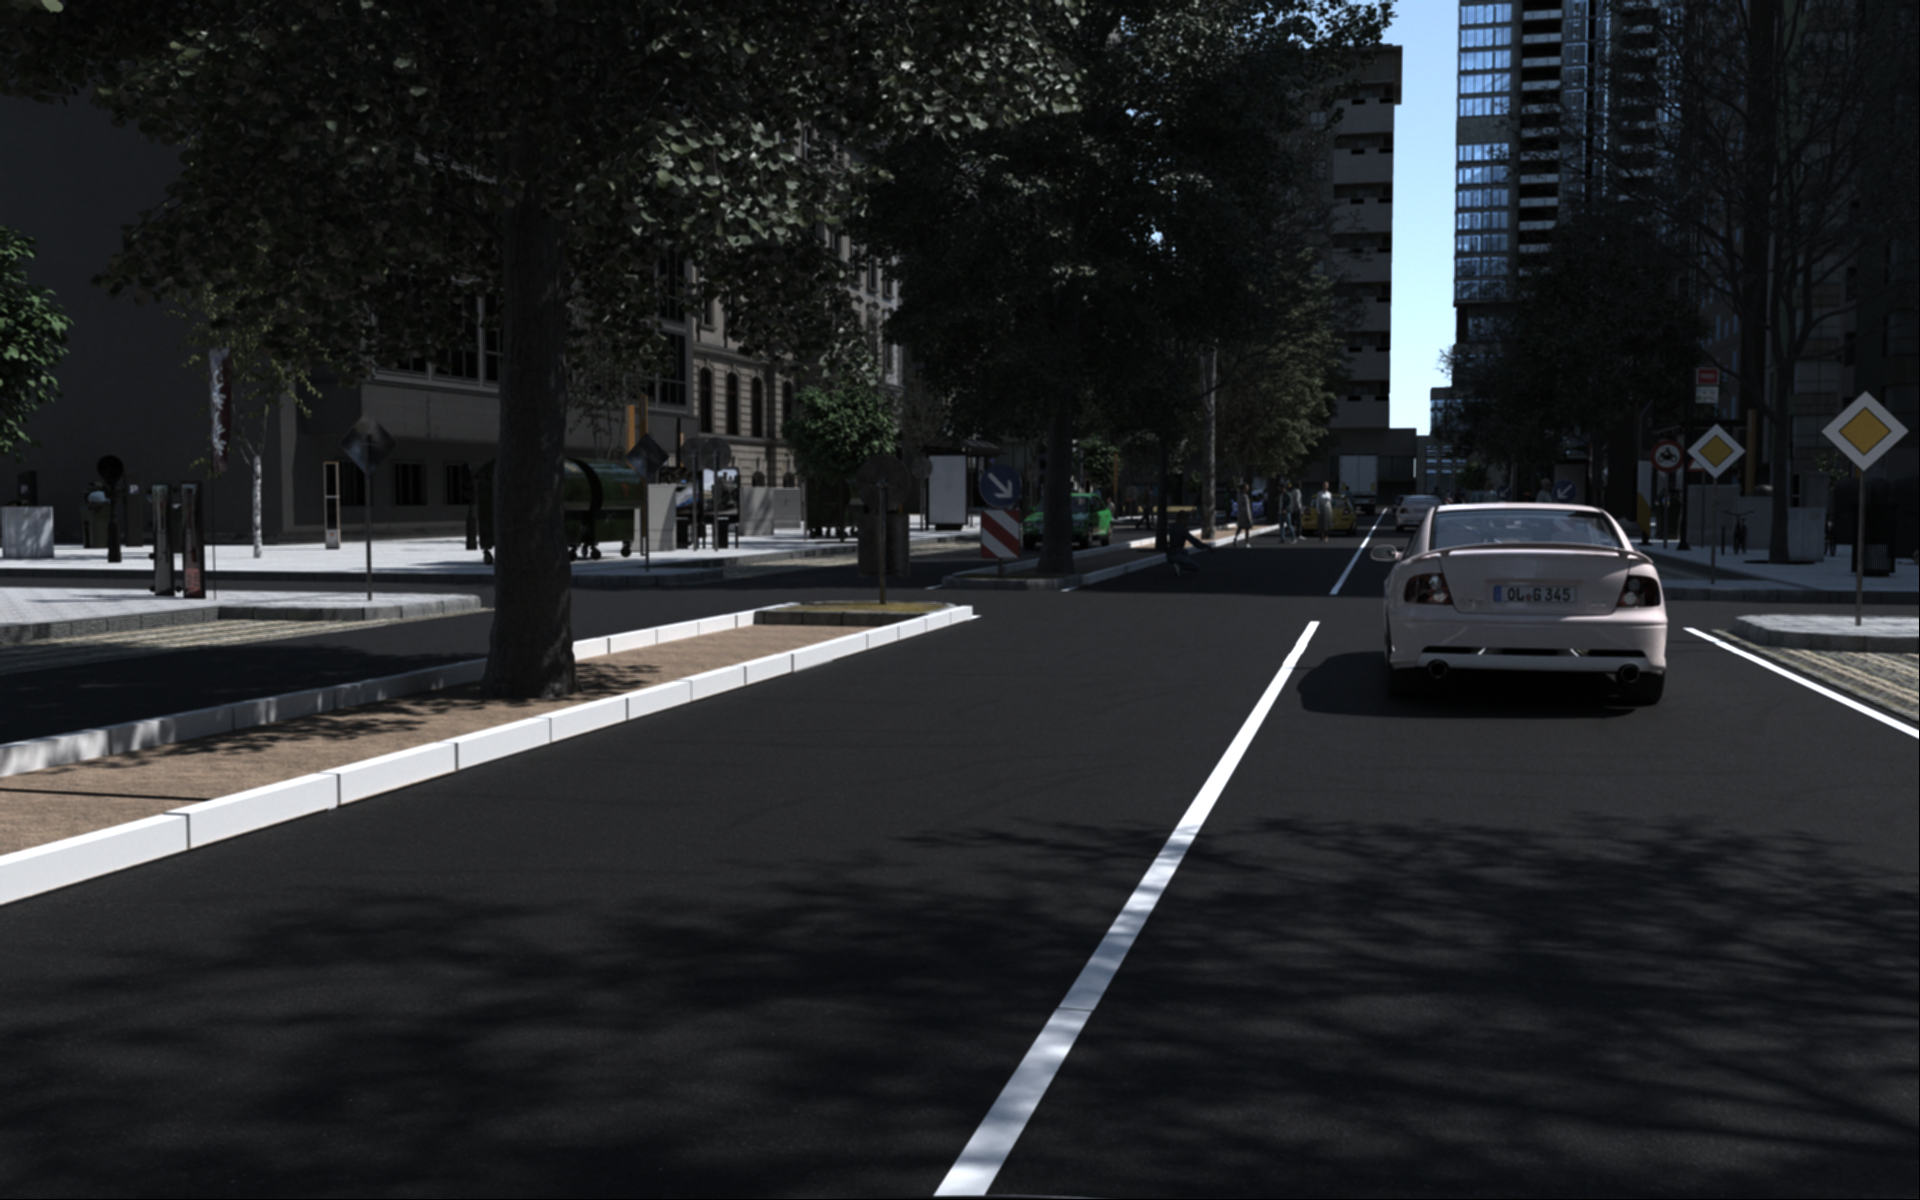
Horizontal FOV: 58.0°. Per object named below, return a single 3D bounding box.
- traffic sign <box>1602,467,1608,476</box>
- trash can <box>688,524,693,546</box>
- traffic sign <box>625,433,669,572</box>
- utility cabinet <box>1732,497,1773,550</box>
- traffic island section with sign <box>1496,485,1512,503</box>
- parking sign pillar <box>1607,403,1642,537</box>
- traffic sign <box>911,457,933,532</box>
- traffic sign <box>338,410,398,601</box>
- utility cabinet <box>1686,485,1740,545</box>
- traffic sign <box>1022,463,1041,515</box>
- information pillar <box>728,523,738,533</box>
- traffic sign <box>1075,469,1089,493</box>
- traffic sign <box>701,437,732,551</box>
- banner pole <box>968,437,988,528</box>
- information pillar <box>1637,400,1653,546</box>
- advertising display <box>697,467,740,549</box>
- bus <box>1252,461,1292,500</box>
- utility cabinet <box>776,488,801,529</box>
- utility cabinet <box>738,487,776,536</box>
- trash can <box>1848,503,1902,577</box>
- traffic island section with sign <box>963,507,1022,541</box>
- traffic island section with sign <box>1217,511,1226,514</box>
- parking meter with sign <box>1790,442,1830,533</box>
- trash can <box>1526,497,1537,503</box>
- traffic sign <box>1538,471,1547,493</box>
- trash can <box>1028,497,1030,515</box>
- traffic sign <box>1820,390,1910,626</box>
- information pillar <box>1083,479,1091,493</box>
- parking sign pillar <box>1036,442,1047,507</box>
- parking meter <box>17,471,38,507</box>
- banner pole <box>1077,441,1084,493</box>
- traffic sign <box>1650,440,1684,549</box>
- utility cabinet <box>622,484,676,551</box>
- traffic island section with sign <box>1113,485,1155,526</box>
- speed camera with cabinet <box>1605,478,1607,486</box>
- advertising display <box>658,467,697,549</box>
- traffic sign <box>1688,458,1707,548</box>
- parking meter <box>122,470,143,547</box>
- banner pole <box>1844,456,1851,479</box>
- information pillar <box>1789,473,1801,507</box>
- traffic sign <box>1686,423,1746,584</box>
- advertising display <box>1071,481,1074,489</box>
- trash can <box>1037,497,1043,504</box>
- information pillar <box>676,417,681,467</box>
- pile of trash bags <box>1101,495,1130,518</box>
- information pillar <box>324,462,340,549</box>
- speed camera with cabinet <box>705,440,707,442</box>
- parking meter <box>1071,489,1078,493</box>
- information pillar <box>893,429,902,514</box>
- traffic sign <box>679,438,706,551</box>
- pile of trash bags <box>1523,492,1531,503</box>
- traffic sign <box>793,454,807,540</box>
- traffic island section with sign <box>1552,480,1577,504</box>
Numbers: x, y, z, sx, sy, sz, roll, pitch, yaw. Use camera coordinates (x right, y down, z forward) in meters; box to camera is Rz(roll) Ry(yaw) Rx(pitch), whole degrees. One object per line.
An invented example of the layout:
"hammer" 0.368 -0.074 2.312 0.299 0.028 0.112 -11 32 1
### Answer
"traffic sign" 21.886 -3.469 57.910 0.795 2.450 0.064 1 4 23
"trash can" -6.909 -1.924 43.105 0.748 1.137 0.748 0 3 0
"traffic sign" -5.159 -1.522 28.535 0.795 2.450 0.064 1 4 14
"utility cabinet" 18.475 -1.771 40.110 1.020 1.237 0.306 1 4 16
"traffic island section with sign" 23.288 -4.036 74.624 1.989 1.847 2.006 1 4 14
"parking sign pillar" 20.025 -3.890 52.076 1.447 3.967 1.447 -1 4 -12
"traffic sign" -1.309 -3.606 59.066 0.768 2.556 0.104 1 4 16
"traffic sign" -7.105 -1.049 20.790 0.795 2.450 0.064 1 4 14
"utility cabinet" 18.601 -2.086 42.782 1.173 1.500 0.318 1 4 22
"traffic sign" 2.894 -4.300 70.417 0.768 2.556 0.104 1 4 19
"information pillar" -7.510 -3.231 57.317 0.304 2.012 0.304 1 4 8
"traffic sign" 6.100 -5.299 86.746 0.768 2.556 0.104 1 4 20
"traffic sign" -5.459 -2.362 38.726 0.768 2.556 0.104 1 4 22
"banner pole" 0.665 -4.678 66.499 0.863 3.779 0.401 0 4 -7
"information pillar" 17.053 -3.166 43.112 0.504 3.616 0.183 -3 4 -36
"advertising display" -5.630 -2.166 40.628 0.974 1.923 0.123 -2 4 -34
"bus" 23.029 -8.350 128.073 2.896 3.916 12.252 1 4 13
"utility cabinet" -6.404 -3.330 63.123 1.173 1.500 0.318 -1 4 -15
"utility cabinet" -6.250 -2.708 52.962 0.318 1.500 1.173 3 5 44
"trash can" 14.238 -0.937 26.978 0.748 1.137 0.748 0 3 0
"traffic island section with sign" 1.276 -2.708 52.904 1.989 1.847 2.006 1 4 14
"traffic island section with sign" 19.941 -7.254 127.226 1.989 1.847 2.006 1 4 14
"parking meter with sign" 28.690 -3.769 57.878 1.738 3.016 0.543 2 4 29
"trash can" 26.410 -4.156 79.596 0.748 1.137 0.748 0 3 0
"traffic sign" 32.041 -5.854 95.820 0.768 2.556 0.104 1 4 22
"trash can" 3.806 -5.070 94.544 0.748 1.137 0.748 0 3 0
"traffic sign" 8.744 -0.805 16.802 0.795 2.450 0.064 1 4 14
"information pillar" 6.330 -5.009 86.387 0.304 2.012 0.304 -1 4 -10
"parking sign pillar" 4.199 -5.826 83.726 1.447 3.967 1.447 -3 5 -45
"parking meter" -23.371 -2.307 43.427 0.399 1.863 0.255 1 4 11
"banner pole" 5.707 -5.636 82.164 0.401 3.779 0.863 -1 4 -19
"traffic sign" 16.554 -2.475 40.577 0.768 2.556 0.104 1 4 22
"utility cabinet" -6.926 -1.829 38.581 1.173 1.500 0.318 -2 4 -35
"traffic island section with sign" 7.839 -4.307 79.051 1.989 1.847 2.006 1 4 14
"speed camera with cabinet" 36.599 -6.172 95.252 2.038 3.252 0.660 2 4 27
"advertising display" -6.577 -2.167 40.645 0.974 1.923 0.123 -1 4 -22
"traffic sign" 17.620 -2.510 41.050 0.884 2.594 0.081 1 4 22
"parking meter" -20.078 -2.220 42.011 0.399 1.863 0.255 -3 5 -40
"banner pole" 39.757 -5.340 77.322 0.863 3.779 0.401 1 4 22
"information pillar" 29.212 -3.432 60.601 0.304 2.012 0.304 1 4 15
"traffic sign" 10.689 -1.279 24.548 0.795 2.450 0.064 1 4 14
"advertising display" 5.312 -5.066 88.048 0.974 1.923 0.123 1 4 12
"trash can" 3.810 -4.028 77.516 0.748 1.137 0.748 0 3 0
"information pillar" -8.588 -3.760 52.826 0.183 3.616 0.504 -1 4 -17
"pile of trash bags" 8.302 -5.210 94.931 3.447 1.369 1.912 -3 5 -42
"information pillar" -14.590 -2.187 40.244 0.304 2.012 0.304 -1 4 -14
"speed camera with cabinet" -8.764 -4.231 63.516 2.038 3.252 0.660 -3 4 -36
"parking meter" 5.518 -4.575 83.212 0.372 1.533 0.369 0 3 0
"information pillar" -2.239 -4.335 62.227 0.183 3.616 0.504 3 4 38
"traffic sign" -5.986 -2.383 39.073 0.768 2.556 0.104 1 4 16
"pile of trash bags" 29.905 -4.837 88.830 1.912 1.369 3.447 -1 4 -14
"traffic sign" -4.277 -2.921 47.857 0.768 2.556 0.104 2 4 23
"traffic island section with sign" 16.728 -2.437 48.476 1.989 1.847 2.006 1 4 14
